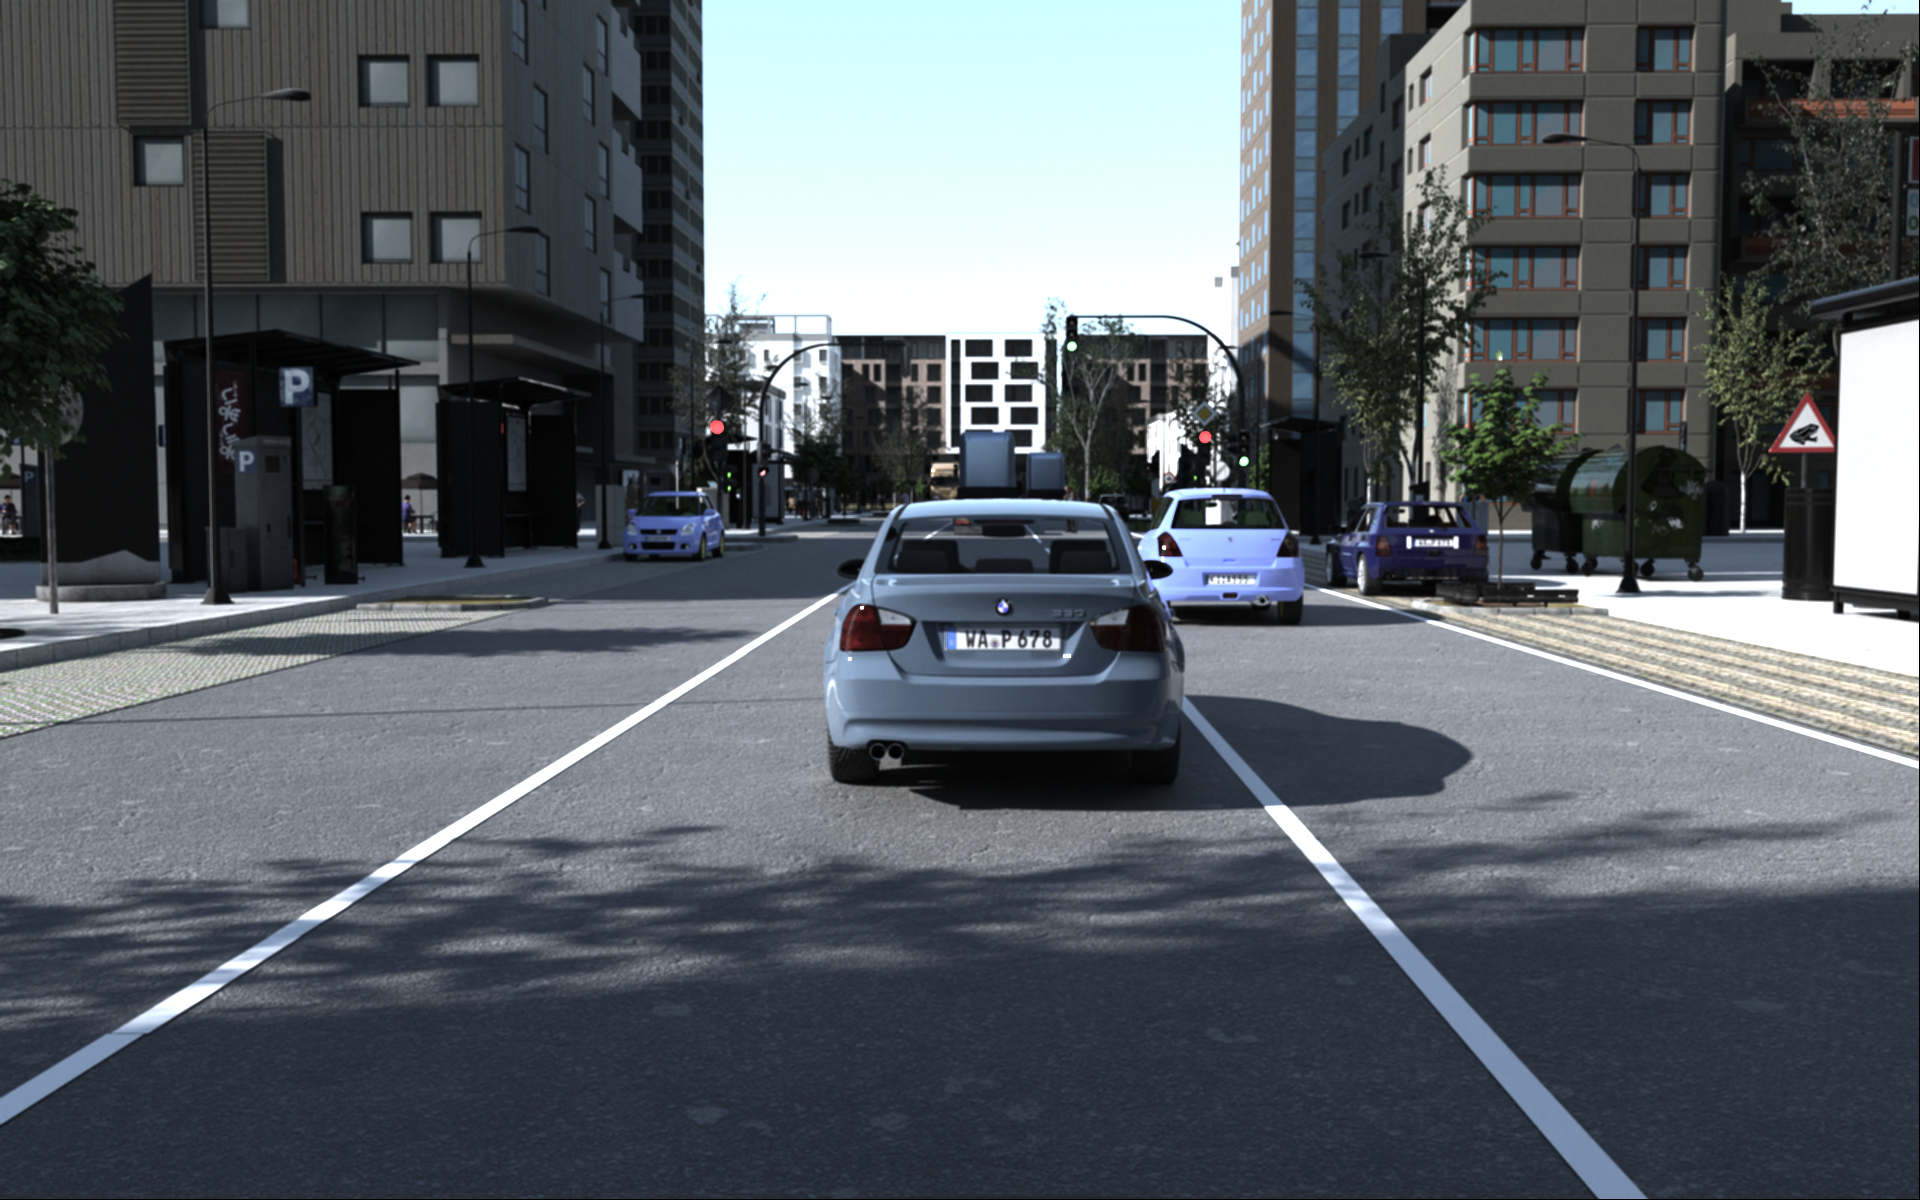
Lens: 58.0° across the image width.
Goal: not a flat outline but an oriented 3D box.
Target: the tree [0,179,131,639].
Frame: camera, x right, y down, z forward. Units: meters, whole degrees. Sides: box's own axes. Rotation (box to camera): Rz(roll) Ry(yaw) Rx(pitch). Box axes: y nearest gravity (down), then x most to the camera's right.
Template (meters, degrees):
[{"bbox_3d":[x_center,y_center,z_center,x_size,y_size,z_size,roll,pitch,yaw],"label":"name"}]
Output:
[{"bbox_3d":[-9.143,-1.932,15.296,4.285,4.588,4.351,0,3,0],"label":"tree"}]

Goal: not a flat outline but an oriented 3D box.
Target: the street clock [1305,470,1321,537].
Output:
[{"bbox_3d":[10.643,-2.916,52.248,0.471,2.002,0.358,1,4,11],"label":"street clock"}]

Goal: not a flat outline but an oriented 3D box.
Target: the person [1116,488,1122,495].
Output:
[{"bbox_3d":[11.911,-7.497,129.336,1.217,1.743,0.721,-3,5,-43],"label":"person"}]

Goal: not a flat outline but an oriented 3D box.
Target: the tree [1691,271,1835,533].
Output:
[{"bbox_3d":[26.003,-6.518,56.938,4.737,8.622,4.395,0,3,0],"label":"tree"}]

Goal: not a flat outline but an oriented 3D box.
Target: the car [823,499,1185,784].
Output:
[{"bbox_3d":[0.252,0.130,9.875,2.014,1.417,4.499,0,4,2],"label":"car"}]

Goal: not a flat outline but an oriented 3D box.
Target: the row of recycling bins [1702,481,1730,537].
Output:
[{"bbox_3d":[21.772,-2.777,52.519,3.534,1.692,1.069,-1,4,-16],"label":"row of recycling bins"}]

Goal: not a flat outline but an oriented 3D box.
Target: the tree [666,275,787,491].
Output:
[{"bbox_3d":[-8.177,-6.643,58.969,4.360,8.622,3.978,0,3,0],"label":"tree"}]

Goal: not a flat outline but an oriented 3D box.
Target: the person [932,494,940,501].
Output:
[{"bbox_3d":[-1.803,-7.381,132.375,0.628,1.438,0.799,0,4,-1],"label":"person"}]

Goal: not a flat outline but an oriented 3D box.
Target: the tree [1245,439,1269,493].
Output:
[{"bbox_3d":[10.908,-4.055,60.906,1.663,3.219,1.824,0,3,0],"label":"tree"}]

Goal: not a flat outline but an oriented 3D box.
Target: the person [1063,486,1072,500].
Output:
[{"bbox_3d":[4.091,-3.412,64.971,0.565,1.739,0.600,1,4,21],"label":"person"}]

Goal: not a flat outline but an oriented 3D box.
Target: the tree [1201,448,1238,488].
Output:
[{"bbox_3d":[11.062,-4.752,72.302,1.663,3.219,1.824,0,3,0],"label":"tree"}]

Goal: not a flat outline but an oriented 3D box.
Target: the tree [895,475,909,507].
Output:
[{"bbox_3d":[-5.860,-10.895,172.741,1.663,3.219,1.824,0,3,0],"label":"tree"}]

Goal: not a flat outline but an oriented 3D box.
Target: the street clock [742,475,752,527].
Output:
[{"bbox_3d":[-8.214,-3.804,66.770,0.358,2.002,0.471,1,4,13],"label":"street clock"}]

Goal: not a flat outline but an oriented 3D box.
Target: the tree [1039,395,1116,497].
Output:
[{"bbox_3d":[13.171,-17.157,197.527,9.611,12.733,9.660,0,3,0],"label":"tree"}]

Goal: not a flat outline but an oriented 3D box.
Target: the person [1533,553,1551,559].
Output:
[{"bbox_3d":[11.552,-1.695,34.303,0.434,1.755,0.990,1,4,13],"label":"person"}]

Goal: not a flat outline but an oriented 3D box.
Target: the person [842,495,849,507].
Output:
[{"bbox_3d":[-11.102,-9.848,168.003,0.756,1.711,0.436,0,4,8],"label":"person"}]

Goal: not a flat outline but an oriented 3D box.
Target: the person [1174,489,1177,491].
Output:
[{"bbox_3d":[10.824,-4.847,87.510,0.590,1.554,0.614,1,4,18],"label":"person"}]

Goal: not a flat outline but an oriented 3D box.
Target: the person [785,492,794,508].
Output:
[{"bbox_3d":[-16.062,-9.471,160.527,1.348,1.869,0.705,-1,4,-15],"label":"person"}]

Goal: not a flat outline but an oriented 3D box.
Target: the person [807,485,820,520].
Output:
[{"bbox_3d":[-7.307,-4.824,85.630,0.376,1.734,0.841,-3,5,-42],"label":"person"}]

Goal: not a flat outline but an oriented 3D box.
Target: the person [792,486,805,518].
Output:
[{"bbox_3d":[-8.708,-5.347,94.193,0.841,1.734,0.376,-1,4,-19],"label":"person"}]

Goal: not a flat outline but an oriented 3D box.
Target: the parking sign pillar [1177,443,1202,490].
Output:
[{"bbox_3d":[12.004,-6.244,90.555,1.447,3.967,1.447,3,5,43],"label":"parking sign pillar"}]

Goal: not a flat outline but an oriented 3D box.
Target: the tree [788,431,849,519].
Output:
[{"bbox_3d":[-7.384,-6.493,89.869,4.285,4.588,4.351,0,3,0],"label":"tree"}]

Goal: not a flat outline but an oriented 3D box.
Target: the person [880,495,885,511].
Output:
[{"bbox_3d":[-5.984,-7.809,133.713,0.705,1.826,1.348,0,4,7],"label":"person"}]

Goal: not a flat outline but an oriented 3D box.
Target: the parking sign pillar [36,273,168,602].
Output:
[{"bbox_3d":[-10.511,-1.997,21.117,1.447,3.967,1.447,-2,4,-23],"label":"parking sign pillar"}]

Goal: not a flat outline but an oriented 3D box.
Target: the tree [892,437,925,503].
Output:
[{"bbox_3d":[-5.892,-15.506,203.881,4.737,8.622,4.395,0,3,0],"label":"tree"}]

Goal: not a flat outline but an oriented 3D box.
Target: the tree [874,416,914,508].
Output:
[{"bbox_3d":[-6.394,-13.001,162.921,4.360,8.622,3.978,0,3,0],"label":"tree"}]

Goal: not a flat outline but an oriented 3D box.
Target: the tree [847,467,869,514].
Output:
[{"bbox_3d":[-6.962,-7.173,111.881,1.663,3.219,1.824,0,3,0],"label":"tree"}]

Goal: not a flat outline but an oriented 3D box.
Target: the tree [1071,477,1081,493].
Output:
[{"bbox_3d":[12.611,-12.000,190.801,1.663,3.219,1.824,0,3,0],"label":"tree"}]

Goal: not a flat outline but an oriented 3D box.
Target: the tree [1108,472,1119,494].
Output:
[{"bbox_3d":[12.447,-8.817,138.764,1.663,3.219,1.824,0,3,0],"label":"tree"}]

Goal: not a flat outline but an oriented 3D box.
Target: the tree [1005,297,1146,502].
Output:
[{"bbox_3d":[11.132,-19.034,167.101,12.611,20.169,13.585,0,3,0],"label":"tree"}]

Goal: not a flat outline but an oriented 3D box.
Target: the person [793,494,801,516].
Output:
[{"bbox_3d":[-9.629,-5.660,102.497,0.435,1.345,0.340,-1,4,-12],"label":"person"}]

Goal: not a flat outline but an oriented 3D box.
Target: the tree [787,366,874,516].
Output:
[{"bbox_3d":[-7.987,-9.142,99.838,4.360,8.622,3.978,0,3,0],"label":"tree"}]

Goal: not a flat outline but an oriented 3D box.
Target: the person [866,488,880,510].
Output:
[{"bbox_3d":[-6.875,-8.161,139.490,1.348,1.822,0.705,0,4,-2],"label":"person"}]

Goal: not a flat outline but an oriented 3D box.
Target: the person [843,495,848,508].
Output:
[{"bbox_3d":[-10.646,-9.371,160.723,0.415,1.643,0.593,3,5,45],"label":"person"}]

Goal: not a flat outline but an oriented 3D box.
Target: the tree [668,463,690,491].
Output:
[{"bbox_3d":[-14.699,-5.936,91.654,1.663,3.219,1.824,0,3,0],"label":"tree"}]

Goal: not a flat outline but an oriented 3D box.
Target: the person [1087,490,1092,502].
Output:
[{"bbox_3d":[11.595,-9.160,155.796,0.705,1.826,1.348,1,4,16],"label":"person"}]

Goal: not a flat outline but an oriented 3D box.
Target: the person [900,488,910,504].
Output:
[{"bbox_3d":[-2.448,-4.310,79.915,0.436,1.711,0.756,3,5,40],"label":"person"}]

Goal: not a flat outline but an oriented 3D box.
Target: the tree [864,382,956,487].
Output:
[{"bbox_3d":[-5.707,-17.089,189.774,12.009,13.543,11.850,0,3,0],"label":"tree"}]

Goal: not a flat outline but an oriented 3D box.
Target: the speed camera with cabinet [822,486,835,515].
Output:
[{"bbox_3d":[-8.248,-6.983,108.503,0.660,3.252,2.038,-1,4,-13],"label":"speed camera with cabinet"}]

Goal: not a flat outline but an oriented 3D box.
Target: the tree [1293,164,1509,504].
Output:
[{"bbox_3d":[9.847,-5.386,38.419,4.737,8.622,4.395,0,3,0],"label":"tree"}]

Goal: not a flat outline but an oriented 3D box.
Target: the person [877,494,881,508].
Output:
[{"bbox_3d":[-7.383,-9.452,161.035,0.683,1.767,0.568,0,4,7],"label":"person"}]

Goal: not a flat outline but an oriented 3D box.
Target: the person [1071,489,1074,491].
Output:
[{"bbox_3d":[8.817,-7.751,135.243,0.705,1.823,1.348,3,4,39],"label":"person"}]

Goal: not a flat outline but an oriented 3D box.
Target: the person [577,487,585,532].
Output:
[{"bbox_3d":[-12.862,-3.044,58.024,0.614,1.554,0.590,-1,4,-9],"label":"person"}]

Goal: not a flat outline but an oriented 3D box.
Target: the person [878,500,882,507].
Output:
[{"bbox_3d":[-8.278,-10.521,178.581,1.217,1.766,0.721,-2,4,-30],"label":"person"}]

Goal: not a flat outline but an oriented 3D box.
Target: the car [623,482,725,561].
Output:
[{"bbox_3d":[-6.224,-1.725,37.795,1.945,1.707,3.694,0,4,2],"label":"car"}]

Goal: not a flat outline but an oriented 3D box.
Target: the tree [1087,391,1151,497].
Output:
[{"bbox_3d":[11.451,-10.578,123.305,4.360,8.622,3.978,0,3,0],"label":"tree"}]

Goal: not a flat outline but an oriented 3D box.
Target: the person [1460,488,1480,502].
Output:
[{"bbox_3d":[16.902,-3.038,57.578,0.647,1.594,0.662,-1,4,-13],"label":"person"}]

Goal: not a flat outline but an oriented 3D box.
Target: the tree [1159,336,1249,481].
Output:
[{"bbox_3d":[11.346,-8.024,81.547,4.737,8.622,4.395,0,3,0],"label":"tree"}]

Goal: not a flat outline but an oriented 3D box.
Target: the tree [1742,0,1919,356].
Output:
[{"bbox_3d":[13.674,-4.630,26.060,4.360,8.622,3.978,0,3,0],"label":"tree"}]

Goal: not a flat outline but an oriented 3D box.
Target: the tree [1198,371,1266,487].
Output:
[{"bbox_3d":[16.105,-9.239,101.426,4.360,8.622,3.978,0,3,0],"label":"tree"}]

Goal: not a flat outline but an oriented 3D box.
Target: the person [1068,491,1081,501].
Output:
[{"bbox_3d":[4.222,-3.245,63.770,0.499,1.552,0.429,3,5,43],"label":"person"}]
